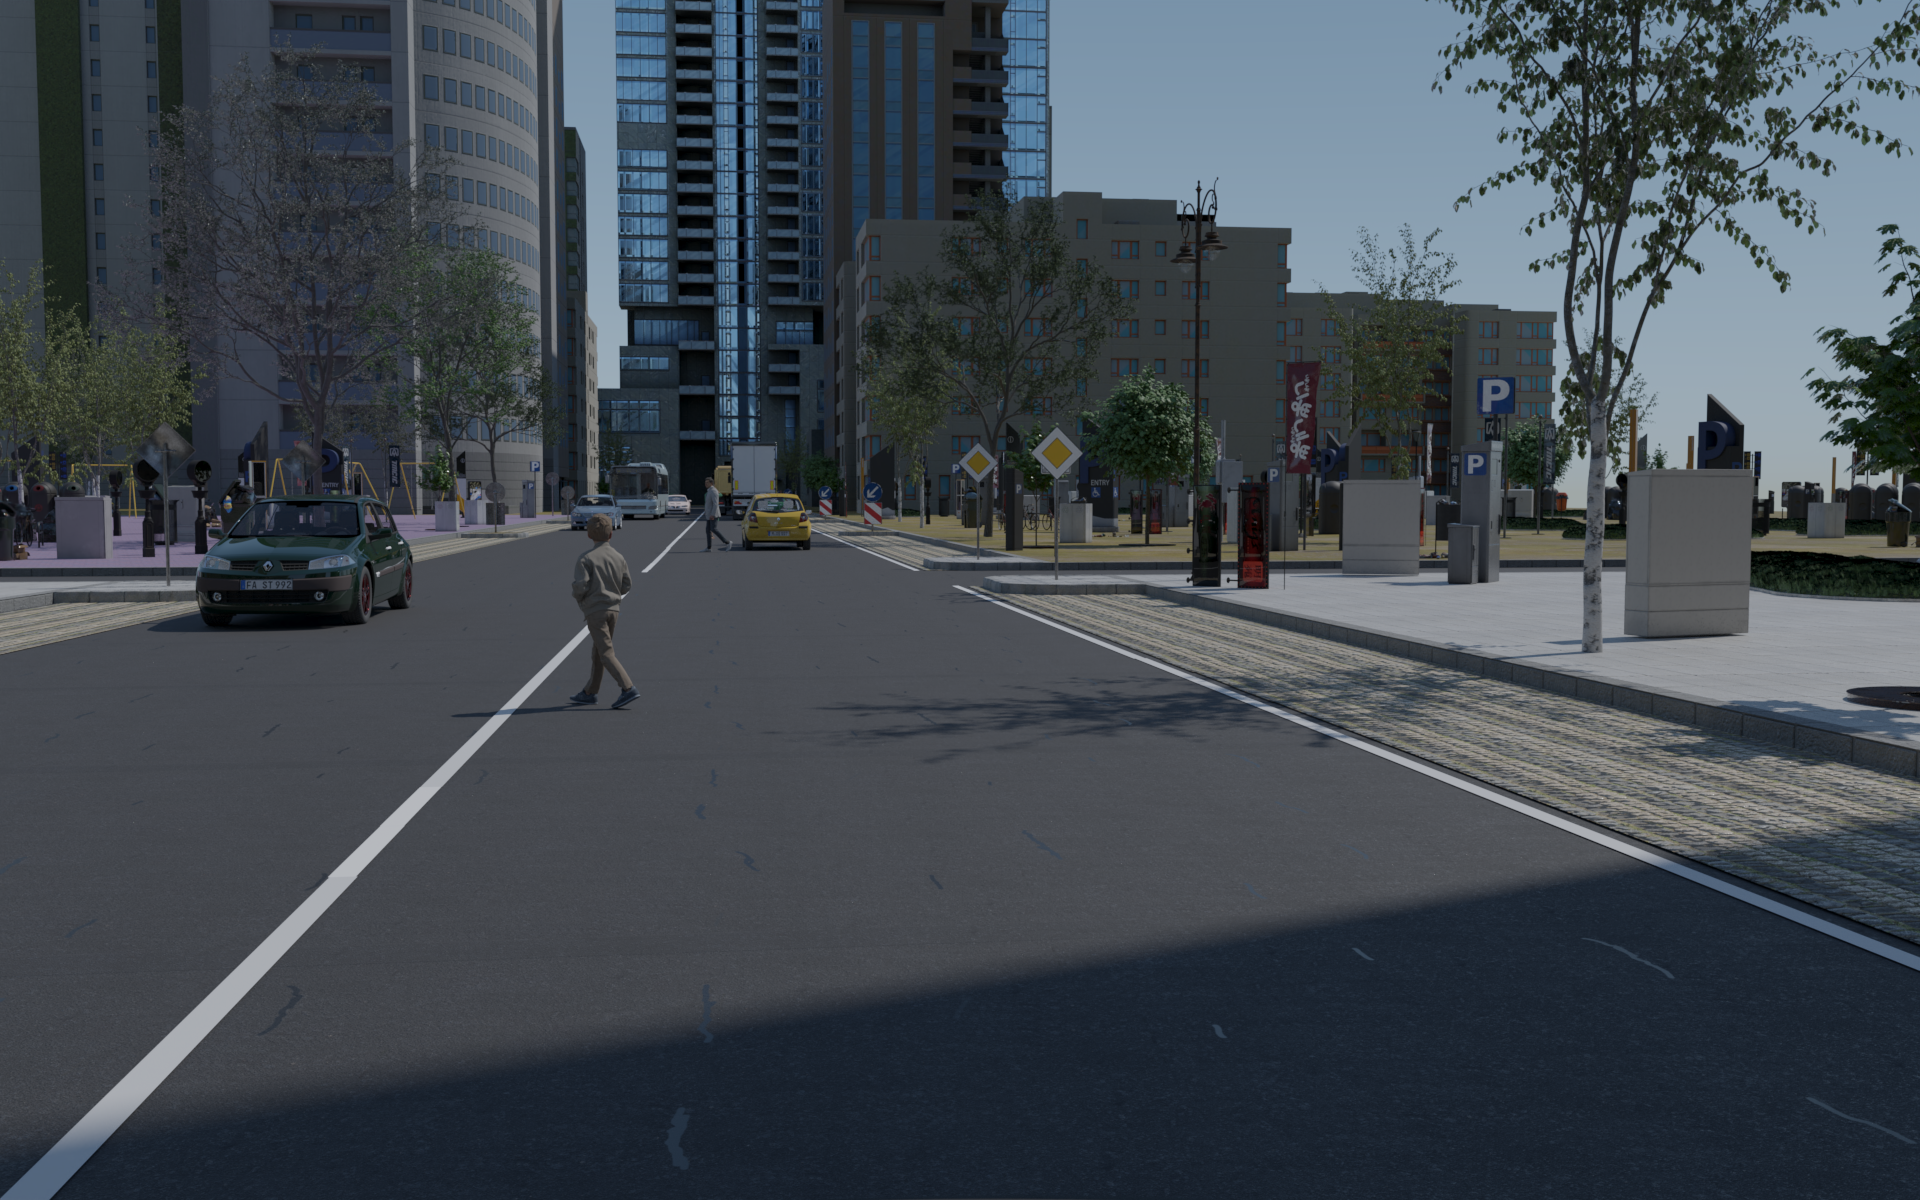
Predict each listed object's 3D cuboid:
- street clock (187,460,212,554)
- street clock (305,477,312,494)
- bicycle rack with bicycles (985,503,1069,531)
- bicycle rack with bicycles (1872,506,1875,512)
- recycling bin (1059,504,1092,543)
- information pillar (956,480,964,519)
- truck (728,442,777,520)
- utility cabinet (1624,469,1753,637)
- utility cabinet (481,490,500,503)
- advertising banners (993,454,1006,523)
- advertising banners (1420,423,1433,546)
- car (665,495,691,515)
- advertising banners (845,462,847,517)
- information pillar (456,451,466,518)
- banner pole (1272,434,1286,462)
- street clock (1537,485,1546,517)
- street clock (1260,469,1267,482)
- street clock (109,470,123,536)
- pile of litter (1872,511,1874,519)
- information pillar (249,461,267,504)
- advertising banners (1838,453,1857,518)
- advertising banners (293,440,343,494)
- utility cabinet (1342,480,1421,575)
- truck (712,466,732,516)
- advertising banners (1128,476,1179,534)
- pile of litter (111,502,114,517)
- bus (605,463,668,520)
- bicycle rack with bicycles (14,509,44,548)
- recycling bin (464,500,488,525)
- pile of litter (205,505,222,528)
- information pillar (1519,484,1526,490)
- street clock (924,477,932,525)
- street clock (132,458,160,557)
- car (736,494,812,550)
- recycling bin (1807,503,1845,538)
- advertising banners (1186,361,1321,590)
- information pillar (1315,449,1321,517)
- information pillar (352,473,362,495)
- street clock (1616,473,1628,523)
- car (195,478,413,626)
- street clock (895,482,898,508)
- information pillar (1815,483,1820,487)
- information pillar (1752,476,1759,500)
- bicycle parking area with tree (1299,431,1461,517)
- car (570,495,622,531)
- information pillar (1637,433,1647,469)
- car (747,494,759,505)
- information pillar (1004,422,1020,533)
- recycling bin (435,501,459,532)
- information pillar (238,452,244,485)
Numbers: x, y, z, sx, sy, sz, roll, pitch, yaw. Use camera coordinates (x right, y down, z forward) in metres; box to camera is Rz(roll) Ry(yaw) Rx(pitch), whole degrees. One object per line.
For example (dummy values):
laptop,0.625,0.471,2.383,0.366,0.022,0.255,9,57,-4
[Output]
street clock,-16.221,-1.982,36.978,0.358,2.002,0.471,2,4,24
street clock,-26.306,-3.990,69.799,0.358,2.002,0.471,-1,4,-22
bicycle rack with bicycles,2.118,-2.922,61.153,2.852,0.926,2.925,-1,4,-20
bicycle rack with bicycles,50.327,-5.113,96.977,2.852,0.926,2.925,-1,4,-15
recycling bin,3.057,-2.026,45.678,0.722,1.027,0.722,1,4,19
information pillar,0.020,-5.140,88.529,0.304,2.012,0.304,2,4,32
truck,-11.772,-6.698,98.427,2.839,4.237,11.283,0,4,-7
utility cabinet,6.558,-0.424,15.611,1.173,1.500,0.318,-1,4,-22
utility cabinet,-27.120,-5.576,99.846,0.318,1.500,1.173,3,5,43
advertising banners,2.039,-4.937,76.913,0.090,3.025,2.074,3,5,42
advertising banners,11.302,-2.828,42.426,0.090,3.025,2.074,2,4,29
car,-19.791,-6.636,120.866,2.083,1.381,4.827,0,4,-8
advertising banners,-6.233,-6.030,94.774,0.090,3.025,2.074,0,4,-2
information pillar,-26.596,-6.182,92.429,0.504,3.616,0.183,-2,4,-25
banner pole,13.240,-5.028,72.227,0.863,3.779,0.401,3,5,42
street clock,24.907,-4.265,74.304,0.358,2.002,0.471,-1,4,-21
street clock,8.910,-2.773,49.914,0.471,2.002,0.358,-1,4,-21
street clock,-25.729,-2.952,52.830,0.358,2.002,0.471,0,4,-4
pile of litter,45.953,-4.500,87.548,1.176,0.858,1.719,0,4,-7
information pillar,-15.617,-2.083,38.545,0.304,2.012,0.304,-2,4,-34
advertising banners,36.418,-4.582,71.101,0.090,3.025,2.074,1,4,11
advertising banners,-21.189,-3.732,57.209,0.090,3.025,2.074,2,4,25
utility cabinet,6.642,-1.139,27.305,1.173,1.500,0.318,1,4,15
truck,-15.357,-7.499,118.534,3.469,3.379,9.791,0,4,-6
advertising banners,6.227,-3.613,55.258,2.074,3.025,0.090,3,5,43
pile of litter,-46.984,-4.966,95.166,1.176,0.858,1.719,1,4,13
bus,-18.380,-6.404,99.563,2.948,3.499,13.247,0,4,-7
bicycle rack with bicycles,-23.207,-1.722,41.532,2.852,0.926,2.925,-2,4,-24
recycling bin,-20.345,-3.689,72.875,0.722,1.027,0.722,2,4,28
pile of litter,-28.919,-3.218,66.576,1.719,0.858,1.176,-1,4,-18
information pillar,35.725,-7.254,109.956,0.504,3.616,0.183,1,4,16
street clock,-1.348,-4.180,72.918,0.358,2.002,0.471,0,4,-7
street clock,-16.484,-1.869,35.136,0.471,2.002,0.358,-3,5,-43
car,-4.871,-2.165,45.618,2.015,1.641,3.980,-1,4,-9
recycling bin,25.269,-2.322,50.522,0.722,1.027,0.722,-1,4,-14
advertising banners,3.960,-1.668,23.457,2.074,3.025,0.090,3,5,42
information pillar,18.224,-5.886,87.588,0.504,3.616,0.183,1,4,20
information pillar,-20.702,-3.365,59.517,0.304,2.012,0.304,-2,4,-24
street clock,23.318,-3.447,60.928,0.358,2.002,0.471,-3,4,-36
car,-7.552,-0.637,20.197,2.009,1.686,4.222,0,4,-8
street clock,-3.858,-6.098,104.276,0.471,2.002,0.358,2,4,32
information pillar,54.959,-6.522,111.128,0.304,2.012,0.304,1,4,9
information pillar,32.988,-4.132,72.048,0.304,2.012,0.304,-1,4,-17
bicycle parking area with tree,19.688,-5.768,81.304,9.016,4.147,8.231,0,4,-8
car,-14.567,-3.517,69.507,2.014,1.417,4.499,0,4,-7
information pillar,26.255,-4.617,66.842,0.504,3.616,0.183,0,4,0
car,-8.802,-4.184,80.201,2.131,1.459,4.920,0,4,-7
information pillar,1.713,-3.989,56.575,0.504,3.616,0.183,-1,4,-20
recycling bin,-17.619,-2.872,59.516,0.722,1.027,0.722,-1,4,-9
information pillar,-36.908,-5.987,89.242,0.504,3.616,0.183,-2,4,-24
